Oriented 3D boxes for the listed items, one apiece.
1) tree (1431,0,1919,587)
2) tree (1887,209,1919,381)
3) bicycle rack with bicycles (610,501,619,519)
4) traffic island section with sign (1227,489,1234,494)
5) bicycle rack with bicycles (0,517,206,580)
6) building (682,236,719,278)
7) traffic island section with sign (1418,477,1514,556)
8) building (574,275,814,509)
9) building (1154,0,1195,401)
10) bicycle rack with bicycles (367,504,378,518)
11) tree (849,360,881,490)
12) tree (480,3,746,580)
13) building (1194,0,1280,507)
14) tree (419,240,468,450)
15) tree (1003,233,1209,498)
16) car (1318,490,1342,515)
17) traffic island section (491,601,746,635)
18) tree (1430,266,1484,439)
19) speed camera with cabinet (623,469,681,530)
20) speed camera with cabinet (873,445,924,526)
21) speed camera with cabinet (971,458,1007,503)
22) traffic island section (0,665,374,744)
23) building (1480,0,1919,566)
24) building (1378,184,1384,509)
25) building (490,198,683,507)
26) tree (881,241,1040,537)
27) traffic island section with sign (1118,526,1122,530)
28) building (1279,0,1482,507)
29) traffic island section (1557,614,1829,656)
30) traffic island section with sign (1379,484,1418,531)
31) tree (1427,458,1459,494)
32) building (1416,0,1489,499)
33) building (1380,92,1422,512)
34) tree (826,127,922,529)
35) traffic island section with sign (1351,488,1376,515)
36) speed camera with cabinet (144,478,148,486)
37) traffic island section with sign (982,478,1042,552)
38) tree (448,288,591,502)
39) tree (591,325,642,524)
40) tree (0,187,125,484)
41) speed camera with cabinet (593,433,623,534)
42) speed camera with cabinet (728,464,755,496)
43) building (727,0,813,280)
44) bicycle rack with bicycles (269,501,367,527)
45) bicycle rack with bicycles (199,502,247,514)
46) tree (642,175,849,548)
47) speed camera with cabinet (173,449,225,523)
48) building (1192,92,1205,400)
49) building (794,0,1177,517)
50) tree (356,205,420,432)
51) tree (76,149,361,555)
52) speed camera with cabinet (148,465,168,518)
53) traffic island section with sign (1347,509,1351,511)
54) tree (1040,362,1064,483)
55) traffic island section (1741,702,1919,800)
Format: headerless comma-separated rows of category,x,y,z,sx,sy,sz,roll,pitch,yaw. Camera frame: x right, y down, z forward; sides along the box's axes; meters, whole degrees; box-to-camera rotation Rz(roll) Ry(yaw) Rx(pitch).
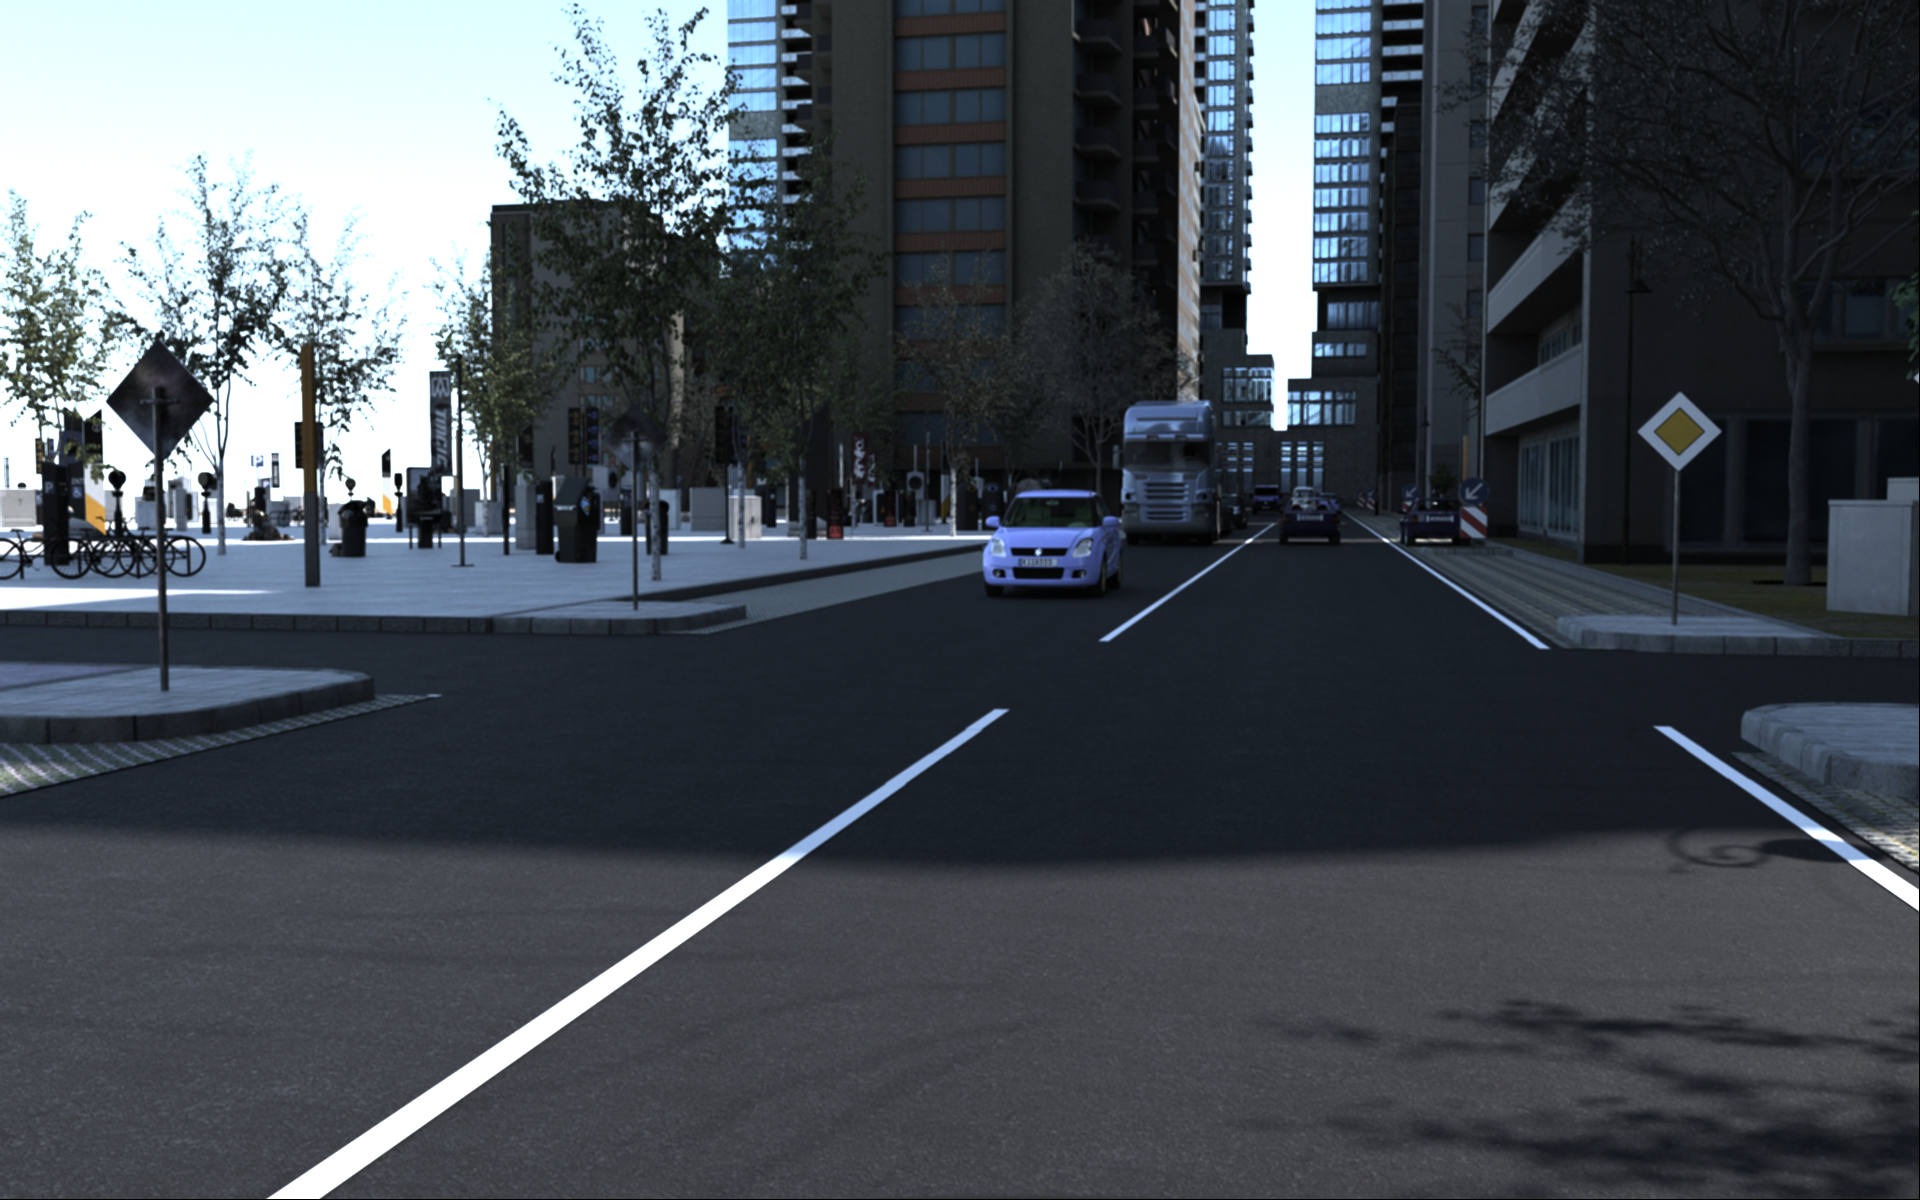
tree,11.807,-6.962,24.205,12.009,13.543,11.850,0,3,0
tree,9.958,-1.927,15.215,4.285,4.588,4.351,0,3,0
bicycle rack with bicycles,-17.555,-4.389,85.139,2.852,0.926,2.925,-1,4,-17
traffic island section with sign,22.765,-8.363,145.357,1.989,1.847,2.006,1,4,12
bicycle rack with bicycles,-13.187,-0.832,26.980,2.925,0.926,2.852,0,4,1
building,-35.723,-25.860,194.515,14.107,30.474,14.160,1,4,12
traffic island section with sign,11.996,-1.983,41.050,1.989,1.847,2.006,1,4,12
building,-16.703,-19.396,162.165,28.899,21.520,27.650,1,4,12
building,9.982,-29.317,129.443,14.600,45.320,14.200,1,4,12
bicycle rack with bicycles,-27.162,-3.763,74.908,2.925,0.926,2.852,0,4,3
tree,-4.272,-8.763,93.629,4.360,8.622,3.978,0,3,0
tree,-4.758,-4.595,25.484,4.737,8.622,4.395,0,3,0
building,18.325,-53.416,186.030,31.000,86.520,22.319,1,4,12
tree,-13.745,-6.129,50.572,4.737,8.622,4.395,0,3,0
tree,6.527,-10.525,82.455,12.009,13.543,11.850,0,3,0
car,25.898,-6.870,121.920,1.945,1.707,3.694,1,4,13
traffic island section,-3.607,0.192,19.146,2.009,0.180,2.903,1,4,12
tree,17.656,-6.509,56.781,4.360,8.622,3.978,0,3,0
speed camera with cabinet,-11.129,-4.163,62.406,2.038,3.252,0.660,0,4,4
speed camera with cabinet,-2.479,-4.627,69.984,2.038,3.252,0.660,0,4,1
speed camera with cabinet,1.637,-6.134,94.630,2.038,3.252,0.660,1,4,14
traffic island section,-5.220,0.670,11.325,2.009,0.180,2.903,1,4,12
building,24.002,-25.367,38.447,21.300,48.544,21.600,1,4,12
building,41.796,-22.645,141.947,14.160,30.474,14.107,1,4,12
building,-37.312,-24.563,173.312,14.107,30.474,14.160,1,4,12
tree,0.031,-6.177,51.351,4.360,8.622,3.978,0,3,0
traffic island section with sign,7.193,-3.745,69.859,1.989,1.847,2.006,1,4,12
building,48.702,-53.039,179.854,31.000,86.520,22.319,1,4,12
traffic island section,7.011,0.325,16.959,2.009,0.180,2.903,1,4,12
traffic island section with sign,17.569,-3.635,68.063,1.989,1.847,2.006,1,4,12
tree,25.637,-5.984,92.444,1.663,3.219,1.824,0,3,0
building,38.663,-34.376,104.044,21.231,58.520,28.212,1,4,12
building,38.699,-21.718,126.794,14.160,30.474,14.107,1,4,12
tree,-3.325,-5.103,33.799,4.737,8.622,4.395,0,3,0
traffic island section with sign,27.653,-6.628,117.003,1.989,1.847,2.006,1,4,12
speed camera with cabinet,-44.216,-6.225,96.115,0.660,3.252,2.038,2,4,28
traffic island section with sign,1.694,-2.113,43.177,1.989,1.847,2.006,1,4,12
tree,-16.430,-6.846,62.288,4.360,8.622,3.978,0,3,0
tree,-14.031,-7.536,73.578,4.360,8.622,3.978,0,3,0
tree,-22.021,-5.588,41.727,4.737,8.622,4.395,0,3,0
speed camera with cabinet,-11.638,-3.728,55.296,0.660,3.252,2.038,1,4,16
speed camera with cabinet,-7.427,-3.938,58.730,0.660,3.252,2.038,-1,4,-19
building,-12.745,-53.816,192.568,31.000,86.520,22.319,1,4,12
bicycle rack with bicycles,-25.321,-3.305,67.412,2.852,0.926,2.925,1,4,16
bicycle rack with bicycles,-34.210,-4.103,80.467,2.925,0.926,2.852,0,4,-4
tree,-4.945,-5.536,40.874,4.360,8.622,3.978,0,3,0
speed camera with cabinet,-33.522,-5.011,76.267,2.038,3.252,0.660,-1,4,-14
building,9.204,-28.247,153.724,23.993,40.220,32.217,1,4,12
building,1.876,-27.779,108.805,22.147,44.769,28.867,1,4,12
tree,-15.819,-5.693,43.440,4.360,8.622,3.978,0,3,0
tree,-15.897,-5.273,36.581,4.360,8.622,3.978,0,3,0
speed camera with cabinet,-42.920,-6.108,94.195,2.038,3.252,0.660,1,4,15
traffic island section with sign,33.170,-8.263,143.728,1.989,1.847,2.006,1,4,12
tree,2.101,-7.302,69.751,4.360,8.622,3.978,0,3,0
traffic island section,5.398,0.804,9.138,2.009,0.180,2.903,1,4,12
